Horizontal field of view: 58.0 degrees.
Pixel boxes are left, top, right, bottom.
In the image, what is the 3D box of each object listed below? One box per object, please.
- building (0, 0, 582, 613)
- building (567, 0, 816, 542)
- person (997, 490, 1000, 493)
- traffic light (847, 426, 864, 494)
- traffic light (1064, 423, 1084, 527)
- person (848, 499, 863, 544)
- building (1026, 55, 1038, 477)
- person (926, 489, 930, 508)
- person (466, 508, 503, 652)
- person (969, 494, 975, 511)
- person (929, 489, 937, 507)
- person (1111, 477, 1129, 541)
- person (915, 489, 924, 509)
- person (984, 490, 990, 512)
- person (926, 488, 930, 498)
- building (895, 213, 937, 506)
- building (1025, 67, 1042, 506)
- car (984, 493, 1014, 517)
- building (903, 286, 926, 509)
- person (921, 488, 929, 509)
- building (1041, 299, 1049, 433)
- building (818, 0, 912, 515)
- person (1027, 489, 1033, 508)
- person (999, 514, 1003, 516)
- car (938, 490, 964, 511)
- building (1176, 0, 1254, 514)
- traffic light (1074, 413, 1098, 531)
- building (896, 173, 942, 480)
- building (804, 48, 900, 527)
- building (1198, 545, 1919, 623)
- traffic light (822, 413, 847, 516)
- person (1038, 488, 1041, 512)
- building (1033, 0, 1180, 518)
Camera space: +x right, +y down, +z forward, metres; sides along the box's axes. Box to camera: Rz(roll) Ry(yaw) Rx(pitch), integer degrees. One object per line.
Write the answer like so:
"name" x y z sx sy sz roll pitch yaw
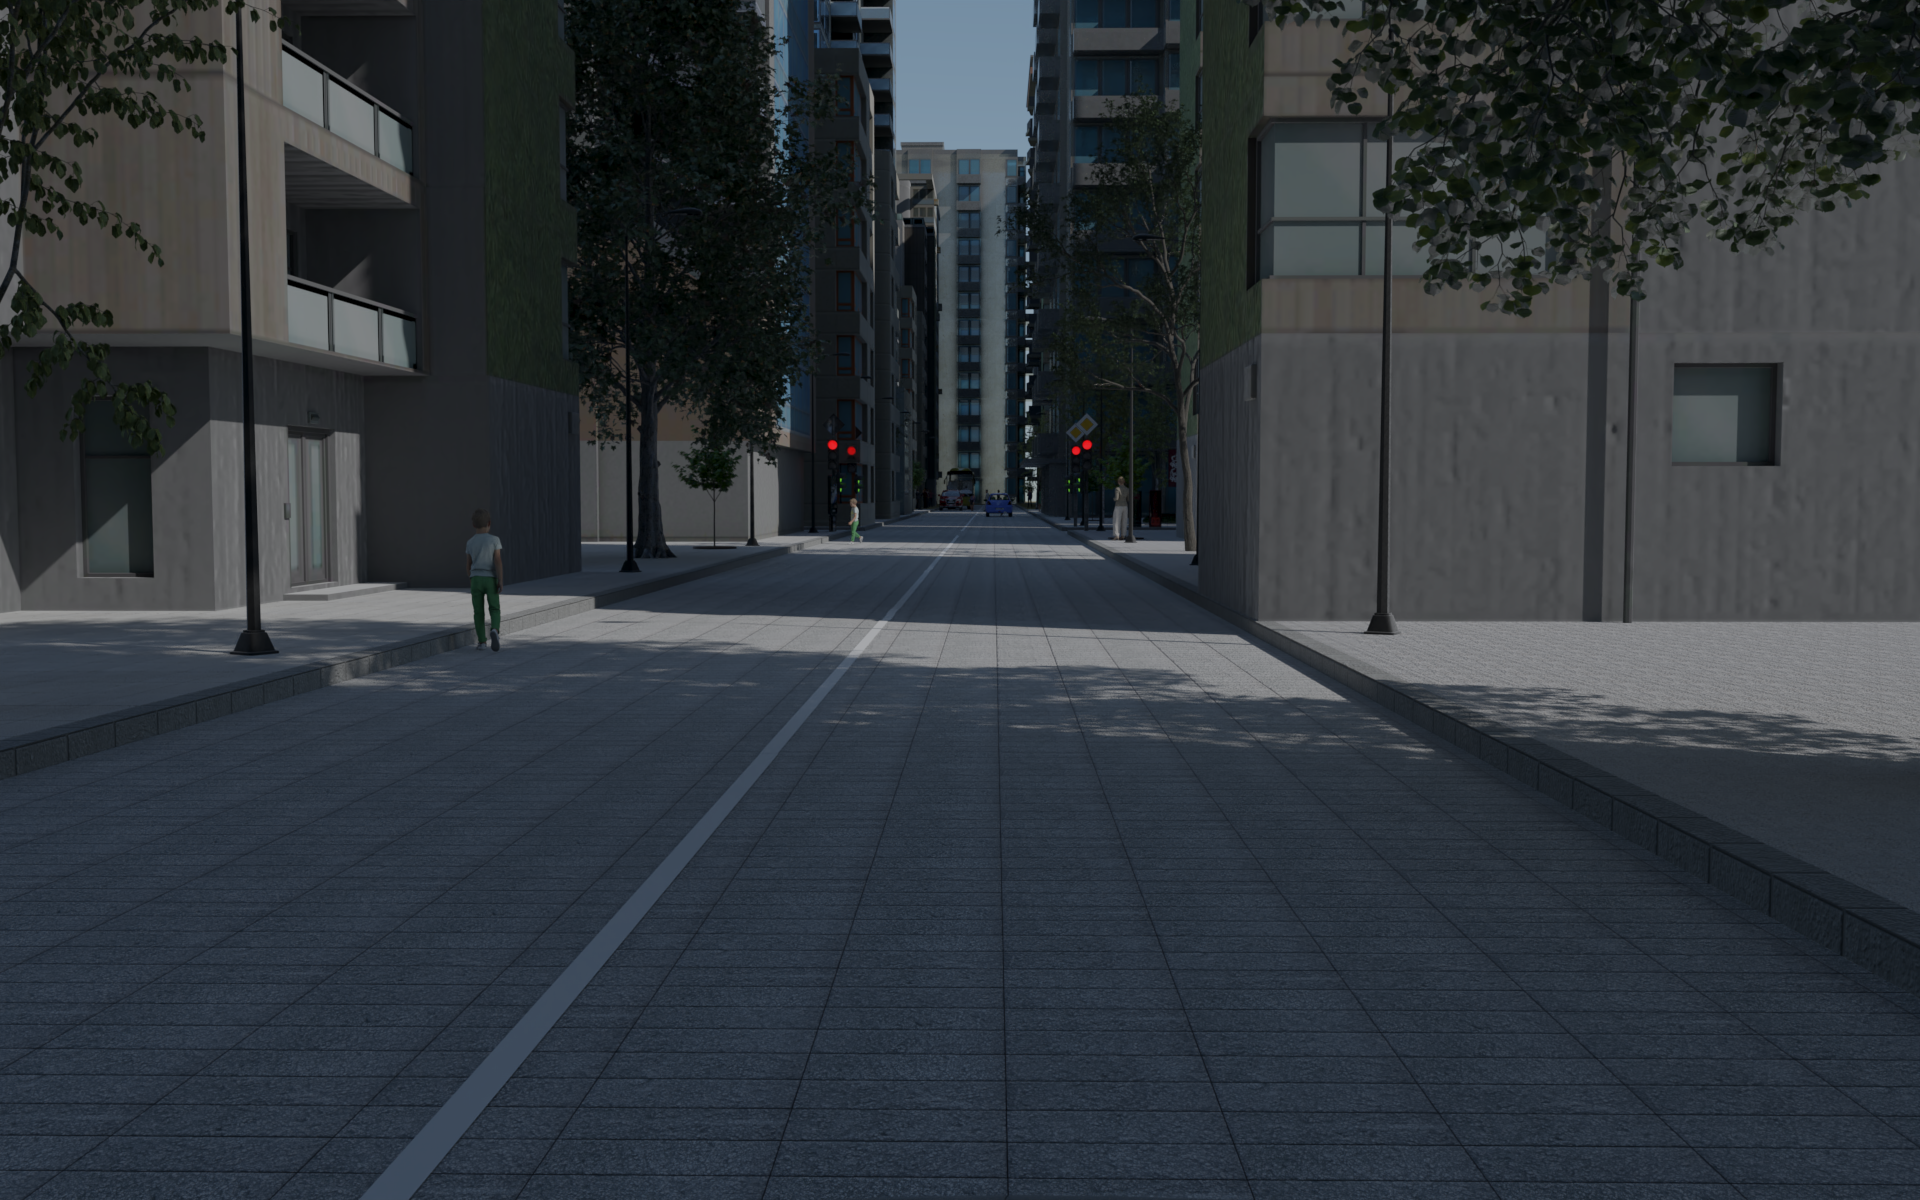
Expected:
"building" -13.425 -20.623 20.774 14.154 41.232 14.086 0 4 1
"building" -12.235 -24.596 52.258 14.200 45.320 14.600 0 4 1
"person" 3.499 -9.023 156.042 0.705 1.821 1.348 1 4 11
"traffic light" -4.230 -4.853 68.266 0.839 4.253 0.868 0 4 1
"traffic light" 4.530 -4.844 68.113 0.839 4.253 0.868 0 4 1
"person" -2.996 -2.254 49.599 0.590 1.304 0.306 -3 5 -43
"building" 22.373 -37.636 204.592 28.713 52.752 27.495 0 4 1
"person" -2.891 -9.339 159.531 0.445 1.727 0.742 -2 4 -27
"person" -4.320 -0.184 15.757 0.306 1.304 0.590 -2 4 -24
"person" 1.060 -8.175 145.390 0.421 1.427 0.697 -1 4 -20
"person" -2.815 -9.879 168.279 1.217 1.743 0.721 -1 4 -13
"person" 4.428 -2.519 47.781 0.519 1.759 0.362 -2 4 -27
"person" -3.410 -8.521 146.166 0.742 1.727 0.445 0 4 -2
"person" 2.223 -7.990 139.416 0.850 1.792 0.678 -2 4 -25
"person" -3.083 -9.677 164.254 0.705 1.826 1.348 0 4 7
"building" -9.714 -24.956 179.737 14.160 30.474 14.107 0 4 1
"building" 17.832 -31.937 176.790 22.147 44.769 28.867 0 4 1
"car" 2.468 -6.125 109.741 1.945 1.707 3.694 0 3 0
"building" -17.498 -19.169 158.450 27.650 21.520 28.899 0 4 1
"person" -3.097 -8.924 151.906 0.705 1.831 1.348 -3 5 -39
"building" 14.303 -28.855 155.378 14.154 41.232 14.086 0 4 1
"building" -14.236 -49.253 117.958 22.319 86.520 31.000 0 4 1
"person" 6.329 -9.200 157.380 0.541 1.710 0.530 1 4 19
"person" 2.772 -6.191 114.744 0.382 1.210 0.505 -1 4 -14
"car" -0.771 -8.613 149.498 2.281 1.827 5.304 0 3 0
"building" 14.519 -27.647 135.616 14.154 41.232 14.086 0 4 1
"traffic light" 4.376 -4.355 60.130 0.839 4.253 0.868 0 4 1
"building" -14.225 -31.252 202.858 23.993 40.220 32.217 0 4 1
"building" -17.457 -14.500 82.118 27.650 21.520 28.899 0 4 1
"building" 10.156 -20.753 22.899 14.154 41.232 14.086 0 4 1
"traffic light" -4.384 -4.365 60.282 0.839 4.253 0.868 0 4 1
"person" 5.995 -7.385 127.029 0.529 1.795 0.600 3 4 38
"building" 15.655 -29.639 104.202 23.786 49.044 30.456 0 4 1
